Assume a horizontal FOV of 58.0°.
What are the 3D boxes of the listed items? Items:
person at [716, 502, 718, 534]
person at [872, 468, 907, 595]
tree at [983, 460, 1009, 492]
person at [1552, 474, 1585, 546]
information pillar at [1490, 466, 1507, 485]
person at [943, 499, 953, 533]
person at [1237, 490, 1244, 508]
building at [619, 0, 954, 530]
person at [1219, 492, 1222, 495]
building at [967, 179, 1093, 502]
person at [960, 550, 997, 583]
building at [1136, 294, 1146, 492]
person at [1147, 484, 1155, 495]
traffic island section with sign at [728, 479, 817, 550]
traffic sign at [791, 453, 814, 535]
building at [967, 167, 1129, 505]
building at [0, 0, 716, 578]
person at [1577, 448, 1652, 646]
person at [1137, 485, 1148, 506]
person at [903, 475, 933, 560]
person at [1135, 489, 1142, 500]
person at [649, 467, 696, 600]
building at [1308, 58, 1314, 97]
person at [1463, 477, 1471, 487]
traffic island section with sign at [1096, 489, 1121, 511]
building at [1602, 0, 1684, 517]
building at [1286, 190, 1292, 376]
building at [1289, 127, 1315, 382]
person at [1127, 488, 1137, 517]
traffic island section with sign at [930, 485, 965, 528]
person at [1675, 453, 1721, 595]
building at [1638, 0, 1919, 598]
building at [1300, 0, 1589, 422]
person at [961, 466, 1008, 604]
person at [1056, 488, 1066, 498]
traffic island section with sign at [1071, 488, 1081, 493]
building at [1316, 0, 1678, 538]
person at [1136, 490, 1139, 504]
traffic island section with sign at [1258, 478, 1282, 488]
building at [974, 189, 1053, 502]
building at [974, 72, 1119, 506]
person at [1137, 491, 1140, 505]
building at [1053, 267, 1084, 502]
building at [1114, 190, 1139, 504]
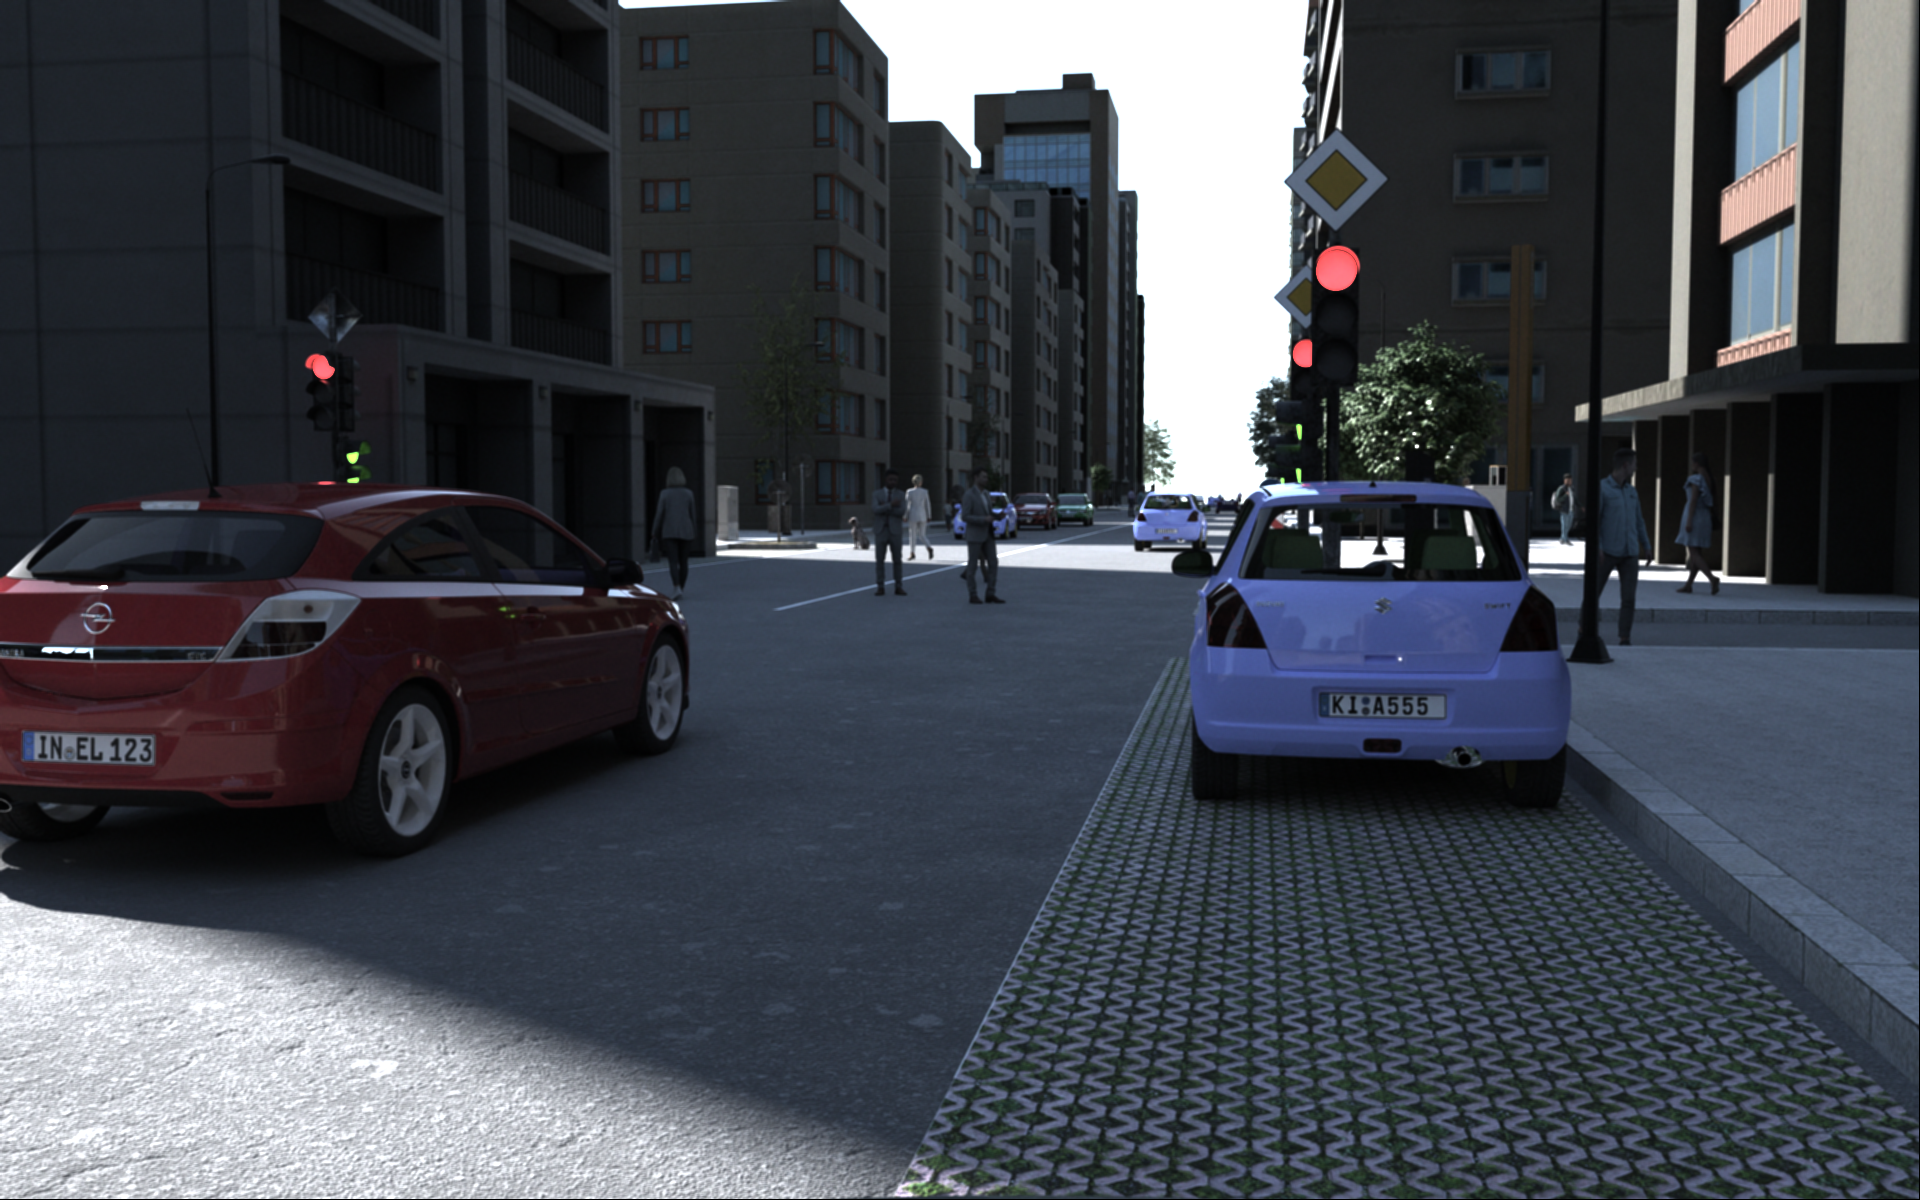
[{"bbox_3d":[-7.879,-2.751,55.697,0.362,1.253,0.373,0,4,5],"label":"person"},{"bbox_3d":[-0.994,-0.968,24.507,0.511,1.800,0.466,-1,4,-19],"label":"person"},{"bbox_3d":[1.600,-6.253,96.844,1.663,3.219,1.824,0,3,0],"label":"tree"},{"bbox_3d":[14.979,-2.224,42.758,0.623,1.781,0.721,-3,5,-43],"label":"person"},{"bbox_3d":[14.687,-2.625,47.416,0.304,2.012,0.304,2,4,32],"label":"information pillar"},{"bbox_3d":[-0.444,-3.134,64.419,0.332,1.250,0.352,2,4,31],"label":"person"},{"bbox_3d":[26.050,-9.321,160.769,0.709,1.838,0.599,3,5,41],"label":"person"},{"bbox_3d":[-15.449,-14.198,77.174,27.650,21.520,28.899,1,4,10],"label":"building"},{"bbox_3d":[34.878,-13.636,232.385,0.756,1.711,0.436,-2,4,-31],"label":"person"},{"bbox_3d":[4.804,-23.942,163.145,14.160,30.474,14.107,1,4,10],"label":"building"},{"bbox_3d":[0.307,-0.937,28.096,0.640,1.303,0.475,1,4,13],"label":"person"},{"bbox_3d":[18.360,-28.758,241.891,14.160,30.474,14.107,1,4,10],"label":"building"},{"bbox_3d":[7.983,-3.917,72.400,0.638,1.841,0.748,-3,5,-39],"label":"person"},{"bbox_3d":[-4.820,-2.237,45.203,1.989,1.847,2.006,1,4,10],"label":"traffic island section with sign"},{"bbox_3d":[-4.945,-3.317,54.343,0.768,2.556,0.104,1,4,17],"label":"traffic sign"},{"bbox_3d":[4.109,-31.697,210.123,32.217,40.220,23.993,1,4,10],"label":"building"},{"bbox_3d":[-16.397,-36.482,34.741,20.563,71.187,20.611,1,4,10],"label":"building"},{"bbox_3d":[5.891,-0.442,15.596,0.638,1.841,0.748,0,4,-6],"label":"person"},{"bbox_3d":[8.169,-4.205,77.277,0.660,1.820,0.620,-2,4,-32],"label":"person"},{"bbox_3d":[-0.878,-1.761,37.172,0.514,1.842,0.818,-2,4,-35],"label":"person"},{"bbox_3d":[13.886,-7.569,132.252,1.348,1.824,0.705,-2,4,-26],"label":"person"},{"bbox_3d":[-3.914,-0.906,23.492,0.709,1.800,0.728,-1,4,-19],"label":"person"},{"bbox_3d":[50.501,-47.223,210.354,20.563,71.187,20.611,1,4,10],"label":"building"},{"bbox_3d":[14.707,-2.694,50.438,0.694,1.780,0.624,-3,5,-45],"label":"person"},{"bbox_3d":[12.712,-8.526,148.020,1.989,1.847,2.006,1,4,10],"label":"traffic island section with sign"},{"bbox_3d":[36.236,-28.708,124.005,22.147,44.769,28.867,1,4,10],"label":"building"},{"bbox_3d":[55.725,-35.517,235.321,22.147,44.769,28.867,1,4,10],"label":"building"},{"bbox_3d":[44.235,-31.264,194.768,14.154,41.232,14.086,1,4,10],"label":"building"},{"bbox_3d":[10.787,-6.088,107.905,0.599,1.838,0.709,-3,4,-38],"label":"person"},{"bbox_3d":[-0.120,-3.924,72.782,1.989,1.847,2.006,1,4,10],"label":"traffic island section with sign"},{"bbox_3d":[9.505,-0.980,22.162,0.616,1.811,0.778,-1,4,-19],"label":"person"},{"bbox_3d":[25.704,-22.765,26.837,28.867,44.769,22.147,1,4,10],"label":"building"},{"bbox_3d":[41.211,-30.444,152.388,22.147,44.769,28.867,1,4,10],"label":"building"},{"bbox_3d":[0.328,-0.854,22.663,0.583,1.804,0.606,2,4,34],"label":"person"},{"bbox_3d":[7.866,-7.604,131.195,1.217,1.723,0.721,1,4,10],"label":"person"},{"bbox_3d":[8.150,-6.891,121.293,1.989,1.847,2.006,1,4,10],"label":"traffic island section with sign"},{"bbox_3d":[23.545,-26.627,59.049,21.300,48.544,21.600,1,4,10],"label":"building"},{"bbox_3d":[22.695,-13.151,221.062,0.705,1.824,1.348,-3,5,-44],"label":"person"},{"bbox_3d":[7.730,-2.144,43.675,1.989,1.847,2.006,1,4,10],"label":"traffic island section with sign"},{"bbox_3d":[-9.493,-16.500,114.816,27.650,21.520,28.899,1,4,10],"label":"building"},{"bbox_3d":[9.831,-32.975,189.249,14.600,45.320,14.200,1,4,10],"label":"building"},{"bbox_3d":[16.158,-8.990,156.202,0.721,1.735,1.217,0,4,5],"label":"person"},{"bbox_3d":[-5.001,-18.243,143.312,27.650,21.520,28.899,1,4,10],"label":"building"},{"bbox_3d":[15.835,-33.264,227.462,14.154,41.232,14.086,1,4,10],"label":"building"}]
